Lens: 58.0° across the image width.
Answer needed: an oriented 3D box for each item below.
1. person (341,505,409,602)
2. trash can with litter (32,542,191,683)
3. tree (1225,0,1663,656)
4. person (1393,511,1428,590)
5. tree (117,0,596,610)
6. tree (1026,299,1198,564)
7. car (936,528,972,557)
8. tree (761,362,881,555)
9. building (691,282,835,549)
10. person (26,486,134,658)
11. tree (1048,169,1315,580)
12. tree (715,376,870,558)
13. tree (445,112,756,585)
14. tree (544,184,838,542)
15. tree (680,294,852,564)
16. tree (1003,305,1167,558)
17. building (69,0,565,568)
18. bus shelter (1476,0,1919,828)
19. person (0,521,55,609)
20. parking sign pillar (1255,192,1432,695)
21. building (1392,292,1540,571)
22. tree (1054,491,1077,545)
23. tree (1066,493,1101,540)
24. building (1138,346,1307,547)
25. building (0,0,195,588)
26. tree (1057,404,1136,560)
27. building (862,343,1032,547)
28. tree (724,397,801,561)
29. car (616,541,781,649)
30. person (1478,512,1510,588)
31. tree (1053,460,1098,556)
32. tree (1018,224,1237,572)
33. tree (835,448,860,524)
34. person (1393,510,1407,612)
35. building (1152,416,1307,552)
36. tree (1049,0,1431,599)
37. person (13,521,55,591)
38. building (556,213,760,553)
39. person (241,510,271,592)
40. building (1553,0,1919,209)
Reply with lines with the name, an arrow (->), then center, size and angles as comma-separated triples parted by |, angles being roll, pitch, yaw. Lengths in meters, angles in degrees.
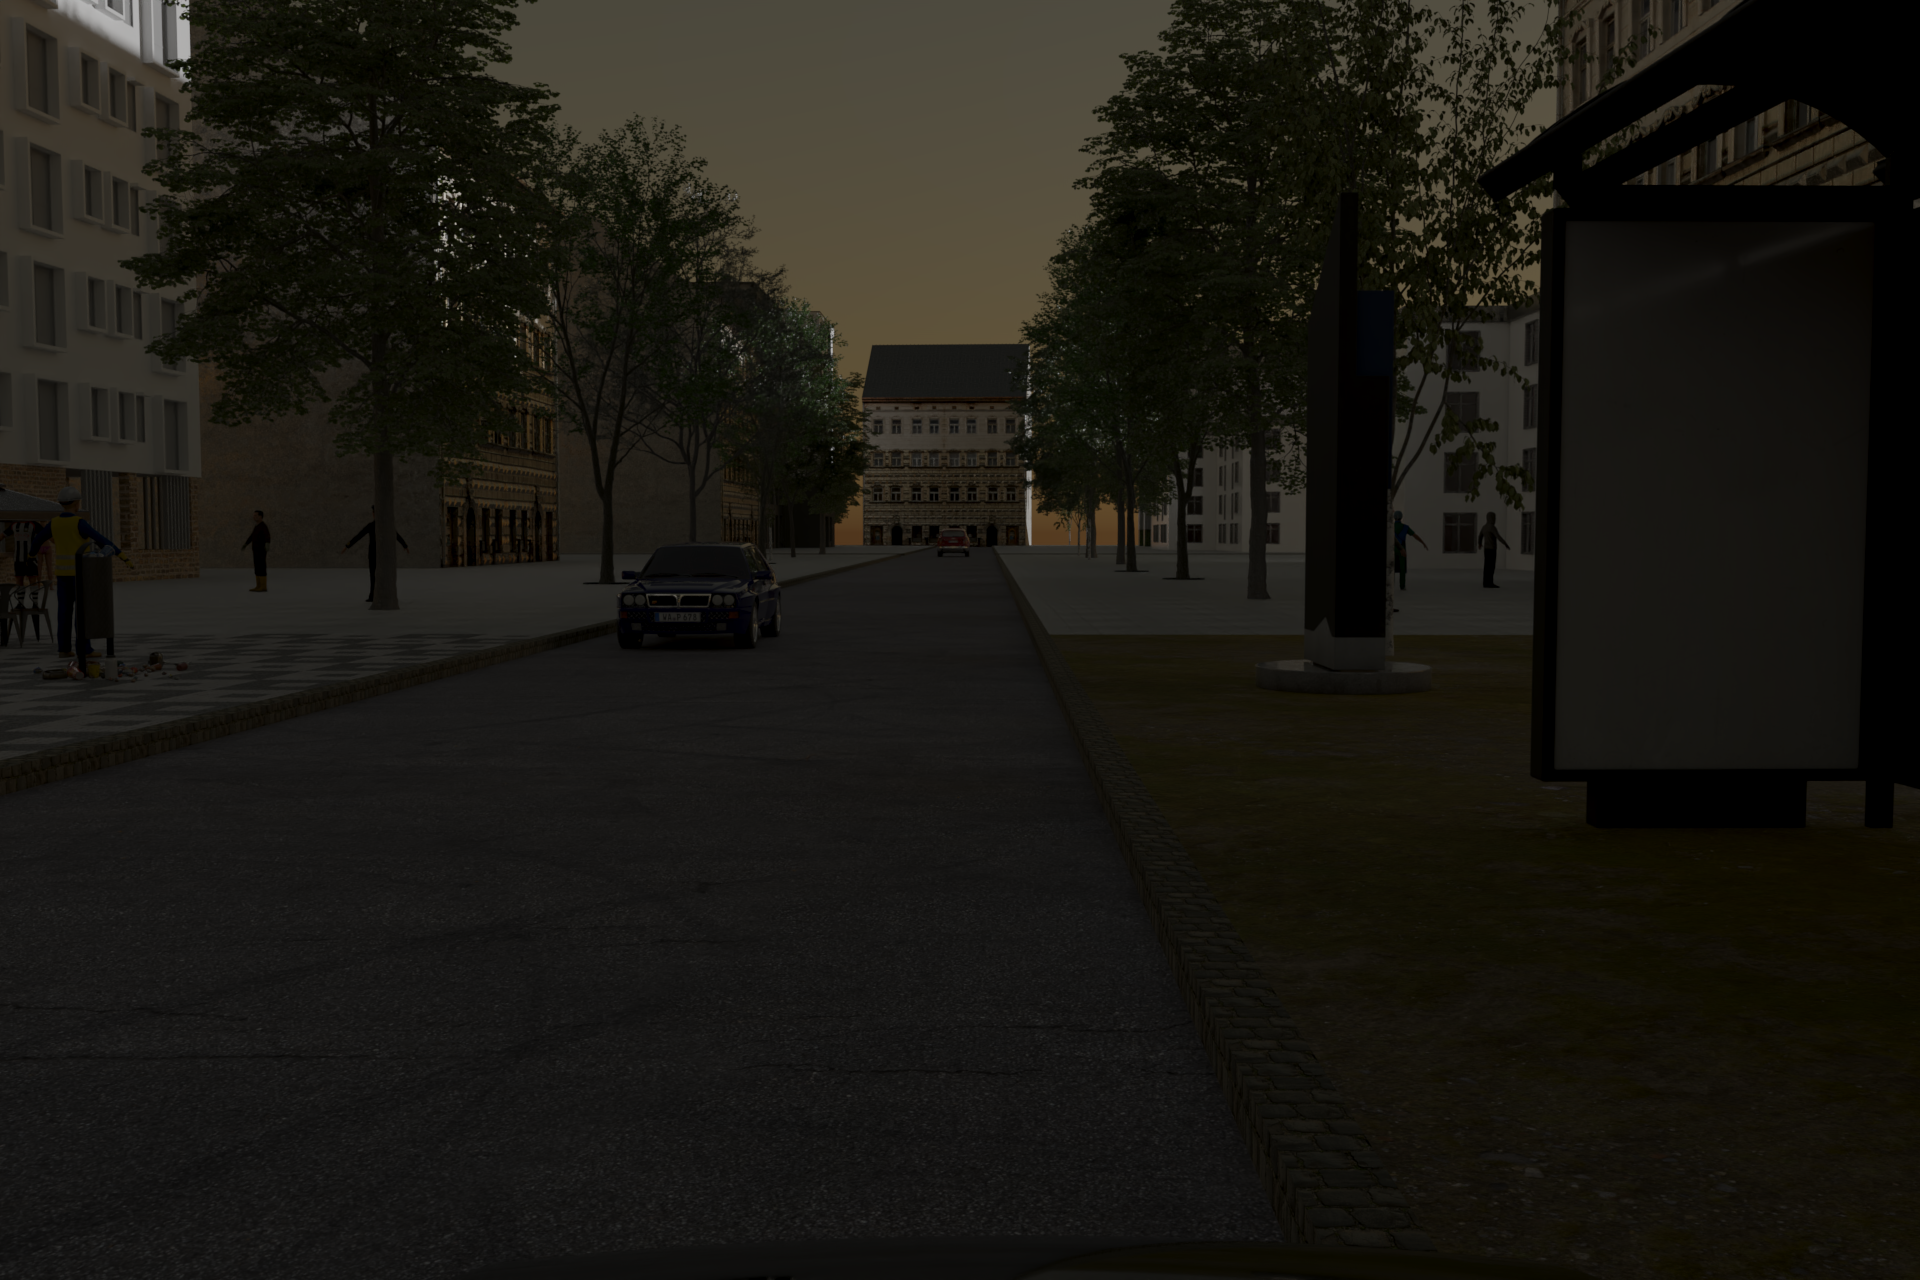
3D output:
person -> -11.017, -1.641, 32.762 | 1.347, 1.837, 0.705 | -3, 5, -44
trash can with litter -> -7.693, -0.303, 16.019 | 1.678, 1.210, 2.233 | 0, 4, 1
tree -> 4.611, -4.126, 17.821 | 4.737, 8.622, 4.395 | 0, 3, 0
person -> 9.975, -2.040, 39.482 | 1.347, 1.817, 0.704 | 1, 4, 15
tree -> -10.004, -6.805, 29.390 | 7.486, 12.596, 7.792 | 0, 3, 0
tree -> 6.563, -9.497, 73.395 | 7.486, 12.596, 7.792 | 0, 3, 0
car -> -0.398, -6.193, 109.923 | 2.281, 1.827, 5.304 | 0, 4, 0
tree -> -8.746, -11.645, 108.522 | 7.486, 12.596, 7.792 | 0, 3, 0
building -> -26.796, -19.142, 156.943 | 27.936, 21.610, 32.646 | 0, 4, 1
person -> -9.177, -0.707, 18.026 | 1.216, 1.772, 0.721 | 1, 4, 10
tree -> 6.325, -7.511, 48.560 | 9.928, 11.665, 9.643 | 0, 3, 0
tree -> -9.143, -9.815, 94.886 | 8.767, 10.594, 7.601 | 0, 4, -8
tree -> -9.055, -7.221, 43.811 | 9.928, 11.665, 9.643 | 0, 3, 0
tree -> -9.207, -9.147, 59.931 | 12.009, 13.543, 11.850 | 0, 3, 0
tree -> -8.336, -9.077, 74.172 | 9.928, 11.665, 9.643 | 0, 3, 0
tree -> 6.950, -11.371, 92.567 | 9.857, 13.997, 8.962 | 0, 3, 0
building -> -28.468, -14.811, 73.097 | 19.493, 23.208, 18.063 | 0, 4, 1
bus shelter -> 3.350, -0.679, 5.020 | 2.014, 3.302, 5.546 | 0, 4, -1
person -> -15.450, -1.374, 28.615 | 1.345, 1.843, 0.704 | 0, 4, -4
parking sign pillar -> 3.208, -1.586, 14.401 | 1.447, 3.967, 1.447 | 0, 4, 1
building -> 20.849, -7.441, 63.816 | 9.099, 9.664, 28.070 | 0, 4, 1
tree -> 12.388, -15.222, 199.236 | 4.737, 8.622, 4.395 | 0, 3, 0
tree -> 14.003, -14.927, 194.412 | 4.737, 8.622, 4.395 | 0, 3, 0
building -> 27.166, -18.542, 169.618 | 16.747, 18.905, 31.486 | 0, 4, 1
building -> -27.421, -11.076, 37.511 | 16.016, 20.090, 11.380 | 0, 4, 0
tree -> 6.119, -8.220, 84.766 | 4.360, 8.622, 3.978 | 0, 3, 0
building -> -1.083, -22.378, 199.272 | 18.063, 23.208, 19.493 | 0, 4, 4
tree -> -8.973, -8.168, 83.913 | 4.360, 8.622, 3.978 | 0, 3, 0
car -> -3.395, -0.631, 22.902 | 1.945, 1.354, 3.894 | 0, 4, 1
person -> 12.660, -2.149, 41.264 | 0.705, 1.813, 1.348 | -1, 4, -13
tree -> 6.938, -9.346, 103.169 | 4.737, 8.622, 4.395 | 0, 3, 0
tree -> 5.716, -8.122, 58.545 | 9.928, 11.665, 9.643 | 0, 3, 0
tree -> -16.580, -17.839, 198.316 | 9.857, 13.997, 8.962 | 0, 3, 0
person -> 6.992, -1.349, 28.327 | 0.705, 1.796, 1.348 | 2, 4, 32
building -> 20.938, -11.910, 136.871 | 9.099, 9.664, 28.070 | 0, 4, 1
tree -> 5.478, -7.077, 33.836 | 7.486, 12.596, 7.792 | 0, 3, 0
person -> -20.845, -1.994, 39.406 | 1.217, 1.733, 0.721 | -2, 4, -28
building -> -25.161, -18.062, 126.237 | 19.493, 23.208, 18.063 | 0, 4, 1
person -> -15.604, -1.980, 38.513 | 0.704, 1.812, 1.346 | -3, 5, -45
building -> 25.070, -12.630, 37.435 | 19.493, 23.208, 18.063 | 0, 4, 1
